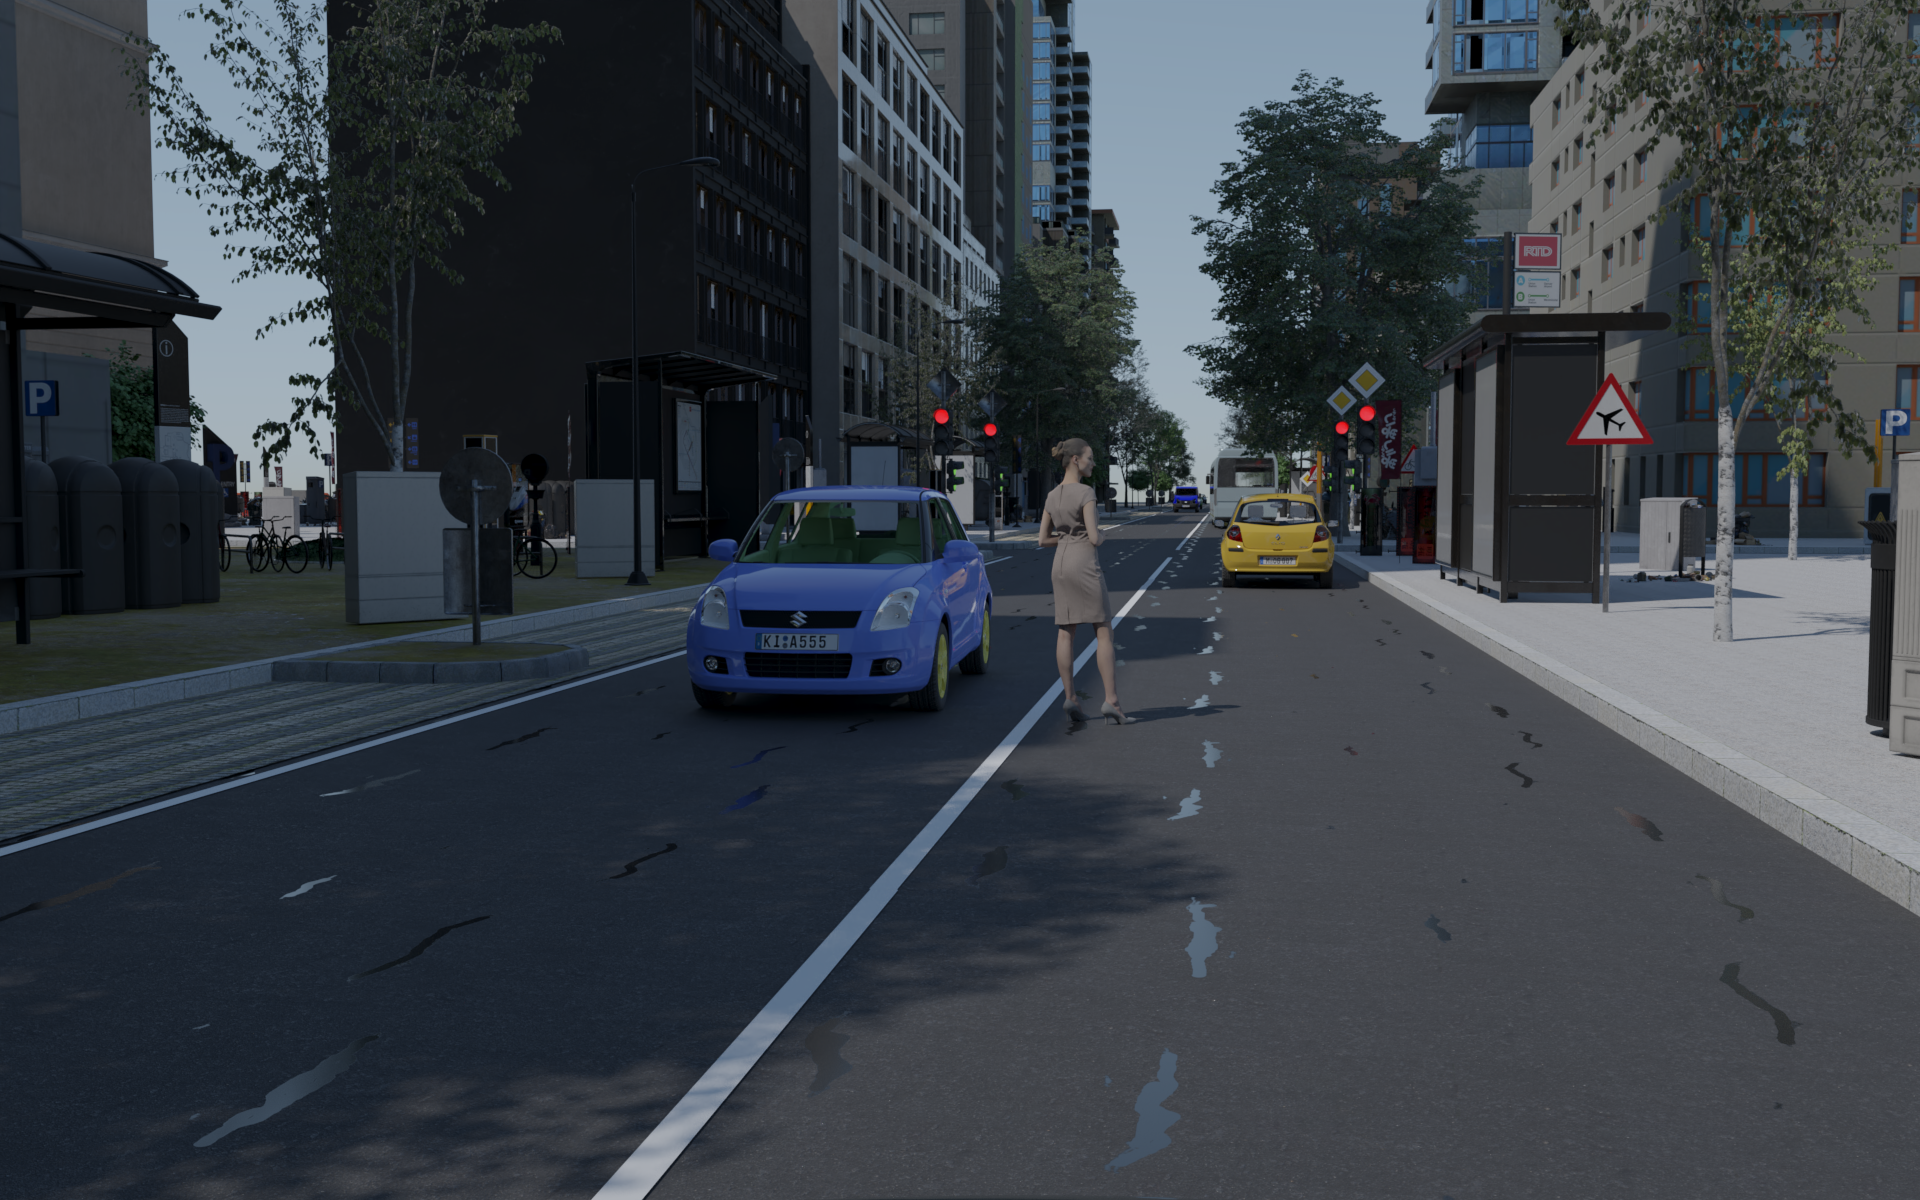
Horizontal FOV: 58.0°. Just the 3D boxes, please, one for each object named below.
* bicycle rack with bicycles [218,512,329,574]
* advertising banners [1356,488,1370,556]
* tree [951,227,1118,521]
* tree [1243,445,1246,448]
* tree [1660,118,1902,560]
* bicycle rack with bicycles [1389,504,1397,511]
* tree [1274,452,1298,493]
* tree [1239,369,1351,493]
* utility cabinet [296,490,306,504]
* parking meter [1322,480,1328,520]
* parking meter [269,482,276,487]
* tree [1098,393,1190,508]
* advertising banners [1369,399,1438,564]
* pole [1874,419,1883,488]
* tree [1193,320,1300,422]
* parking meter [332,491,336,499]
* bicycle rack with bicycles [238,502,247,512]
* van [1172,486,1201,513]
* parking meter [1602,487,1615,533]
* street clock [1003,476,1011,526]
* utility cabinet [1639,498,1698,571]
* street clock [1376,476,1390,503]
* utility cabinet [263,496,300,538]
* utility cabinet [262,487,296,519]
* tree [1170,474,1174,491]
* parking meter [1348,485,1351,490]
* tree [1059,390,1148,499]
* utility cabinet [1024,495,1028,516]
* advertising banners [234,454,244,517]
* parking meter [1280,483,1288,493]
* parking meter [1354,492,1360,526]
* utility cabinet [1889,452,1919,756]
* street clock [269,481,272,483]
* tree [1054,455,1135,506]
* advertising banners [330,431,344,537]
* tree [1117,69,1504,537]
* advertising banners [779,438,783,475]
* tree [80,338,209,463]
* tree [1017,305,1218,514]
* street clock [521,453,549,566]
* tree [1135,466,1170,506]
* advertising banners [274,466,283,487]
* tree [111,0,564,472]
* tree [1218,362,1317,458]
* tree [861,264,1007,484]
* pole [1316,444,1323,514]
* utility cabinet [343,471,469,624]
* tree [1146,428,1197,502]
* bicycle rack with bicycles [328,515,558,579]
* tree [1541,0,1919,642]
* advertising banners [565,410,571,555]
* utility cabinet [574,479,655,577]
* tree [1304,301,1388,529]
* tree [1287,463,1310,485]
[{"bbox_3d":[-11.256,-0.950,28.916,2.852,0.926,2.925,-3,4,-36],"label":"bicycle rack with bicycles"},{"bbox_3d":[9.258,-2.425,35.833,2.074,3.025,0.090,0,4,2],"label":"advertising banners"},{"bbox_3d":[4.064,-10.820,83.565,9.857,13.997,8.962,0,3,0],"label":"tree"},{"bbox_3d":[39.062,-18.776,225.107,7.486,12.596,7.792,0,3,0],"label":"tree"},{"bbox_3d":[15.898,-5.074,33.318,4.737,8.622,4.395,0,3,0],"label":"tree"},{"bbox_3d":[15.955,-2.982,62.130,2.852,0.926,2.925,-3,5,-41],"label":"bicycle rack with bicycles"},{"bbox_3d":[25.582,-9.462,138.418,4.285,4.588,4.351,0,3,0],"label":"tree"},{"bbox_3d":[21.554,-10.828,111.451,7.601,10.594,8.767,0,4,5],"label":"tree"},{"bbox_3d":[-36.187,-5.239,94.332,0.318,1.500,1.173,2,4,25],"label":"utility cabinet"},{"bbox_3d":[14.790,-3.951,70.310,0.255,1.863,0.399,1,4,10],"label":"parking meter"},{"bbox_3d":[-33.519,-4.817,84.461,0.255,1.863,0.399,-1,4,-12],"label":"parking meter"},{"bbox_3d":[15.528,-14.523,163.208,9.928,11.665,9.643,0,3,0],"label":"tree"},{"bbox_3d":[8.564,-2.171,31.686,2.074,3.025,0.090,2,4,35],"label":"advertising banners"},{"bbox_3d":[25.107,-3.274,47.375,0.158,3.312,0.155,0,3,0],"label":"pole"},{"bbox_3d":[30.675,-19.956,182.164,12.611,20.169,13.585,0,3,0],"label":"tree"},{"bbox_3d":[-43.881,-6.925,121.631,0.372,1.533,0.369,0,3,0],"label":"parking meter"},{"bbox_3d":[-33.950,-4.051,79.612,2.852,0.926,2.925,-1,4,-18],"label":"bicycle rack with bicycles"},{"bbox_3d":[17.583,-7.941,134.223,2.240,2.365,5.245,1,4,9],"label":"van"},{"bbox_3d":[21.676,-3.027,57.899,0.372,1.533,0.369,0,3,0],"label":"parking meter"},{"bbox_3d":[1.909,-4.019,70.274,0.358,2.002,0.471,0,4,7],"label":"street clock"},{"bbox_3d":[11.974,-1.110,29.315,0.306,1.237,1.020,-1,4,-21],"label":"utility cabinet"},{"bbox_3d":[16.668,-3.896,68.268,0.471,2.002,0.358,-1,4,-17],"label":"street clock"},{"bbox_3d":[-19.990,-2.439,51.041,1.020,1.237,0.306,1,4,12],"label":"utility cabinet"},{"bbox_3d":[-21.882,-2.868,55.566,1.173,1.500,0.318,3,4,36],"label":"utility cabinet"},{"bbox_3d":[25.267,-14.463,220.185,4.285,4.588,4.351,0,3,0],"label":"tree"},{"bbox_3d":[21.073,-5.405,94.079,0.255,1.863,0.399,1,4,20],"label":"parking meter"},{"bbox_3d":[11.313,-12.405,137.238,7.601,10.594,8.767,-1,4,-22],"label":"tree"},{"bbox_3d":[4.283,-5.548,101.872,1.020,1.237,0.306,3,4,37],"label":"utility cabinet"},{"bbox_3d":[-31.736,-4.765,74.098,0.090,3.025,2.074,2,4,31],"label":"advertising banners"},{"bbox_3d":[17.620,-5.420,94.327,0.255,1.863,0.399,-2,4,-35],"label":"parking meter"},{"bbox_3d":[15.888,-3.741,69.574,0.372,1.533,0.369,0,3,0],"label":"parking meter"},{"bbox_3d":[4.905,0.043,7.971,0.318,1.500,1.173,-1,4,-22],"label":"utility cabinet"},{"bbox_3d":[-39.522,-5.803,99.451,0.471,2.002,0.358,-3,5,-40],"label":"street clock"},{"bbox_3d":[7.073,-7.213,101.645,4.285,4.588,4.351,0,3,0],"label":"tree"},{"bbox_3d":[-17.682,-3.247,49.282,0.090,3.025,2.074,-1,4,-9],"label":"advertising banners"},{"bbox_3d":[11.426,-8.886,51.948,9.857,13.997,8.962,0,3,0],"label":"tree"},{"bbox_3d":[-6.306,-3.576,54.659,2.074,3.025,0.090,3,5,41],"label":"advertising banners"},{"bbox_3d":[-17.630,-3.233,36.576,4.285,4.588,4.351,0,3,0],"label":"tree"},{"bbox_3d":[8.490,-12.361,112.469,12.009,13.543,11.850,0,3,0],"label":"tree"},{"bbox_3d":[-7.600,-1.617,31.015,0.471,2.002,0.358,0,4,-4],"label":"street clock"},{"bbox_3d":[19.598,-12.593,189.608,4.285,4.588,4.351,0,3,0],"label":"tree"},{"bbox_3d":[-42.290,-6.934,109.561,2.074,3.025,0.090,-3,4,-36],"label":"advertising banners"},{"bbox_3d":[-6.228,-4.156,18.312,4.360,8.622,3.978,0,3,0],"label":"tree"},{"bbox_3d":[27.126,-14.646,149.834,12.009,13.543,11.850,0,3,0],"label":"tree"},{"bbox_3d":[-0.604,-6.493,56.528,4.360,8.622,3.978,0,3,0],"label":"tree"},{"bbox_3d":[13.773,-4.436,66.364,0.158,3.312,0.155,0,3,0],"label":"pole"},{"bbox_3d":[-5.543,-0.530,17.338,1.173,1.500,0.318,-3,5,-45],"label":"utility cabinet"},{"bbox_3d":[33.422,-21.962,276.082,9.611,12.733,9.660,0,3,0],"label":"tree"},{"bbox_3d":[-7.498,-0.800,26.470,2.925,0.926,2.852,1,4,11],"label":"bicycle rack with bicycles"},{"bbox_3d":[6.797,-3.931,14.640,4.360,8.622,3.978,0,3,0],"label":"tree"},{"bbox_3d":[-8.363,-2.495,36.985,0.090,3.025,2.074,-1,4,-15],"label":"advertising banners"},{"bbox_3d":[-5.292,-1.092,26.530,1.173,1.500,0.318,-1,4,-18],"label":"utility cabinet"},{"bbox_3d":[14.111,-6.898,63.137,4.360,8.622,3.978,0,3,0],"label":"tree"},{"bbox_3d":[20.704,-6.806,105.884,1.663,3.219,1.824,0,3,0],"label":"tree"}]
